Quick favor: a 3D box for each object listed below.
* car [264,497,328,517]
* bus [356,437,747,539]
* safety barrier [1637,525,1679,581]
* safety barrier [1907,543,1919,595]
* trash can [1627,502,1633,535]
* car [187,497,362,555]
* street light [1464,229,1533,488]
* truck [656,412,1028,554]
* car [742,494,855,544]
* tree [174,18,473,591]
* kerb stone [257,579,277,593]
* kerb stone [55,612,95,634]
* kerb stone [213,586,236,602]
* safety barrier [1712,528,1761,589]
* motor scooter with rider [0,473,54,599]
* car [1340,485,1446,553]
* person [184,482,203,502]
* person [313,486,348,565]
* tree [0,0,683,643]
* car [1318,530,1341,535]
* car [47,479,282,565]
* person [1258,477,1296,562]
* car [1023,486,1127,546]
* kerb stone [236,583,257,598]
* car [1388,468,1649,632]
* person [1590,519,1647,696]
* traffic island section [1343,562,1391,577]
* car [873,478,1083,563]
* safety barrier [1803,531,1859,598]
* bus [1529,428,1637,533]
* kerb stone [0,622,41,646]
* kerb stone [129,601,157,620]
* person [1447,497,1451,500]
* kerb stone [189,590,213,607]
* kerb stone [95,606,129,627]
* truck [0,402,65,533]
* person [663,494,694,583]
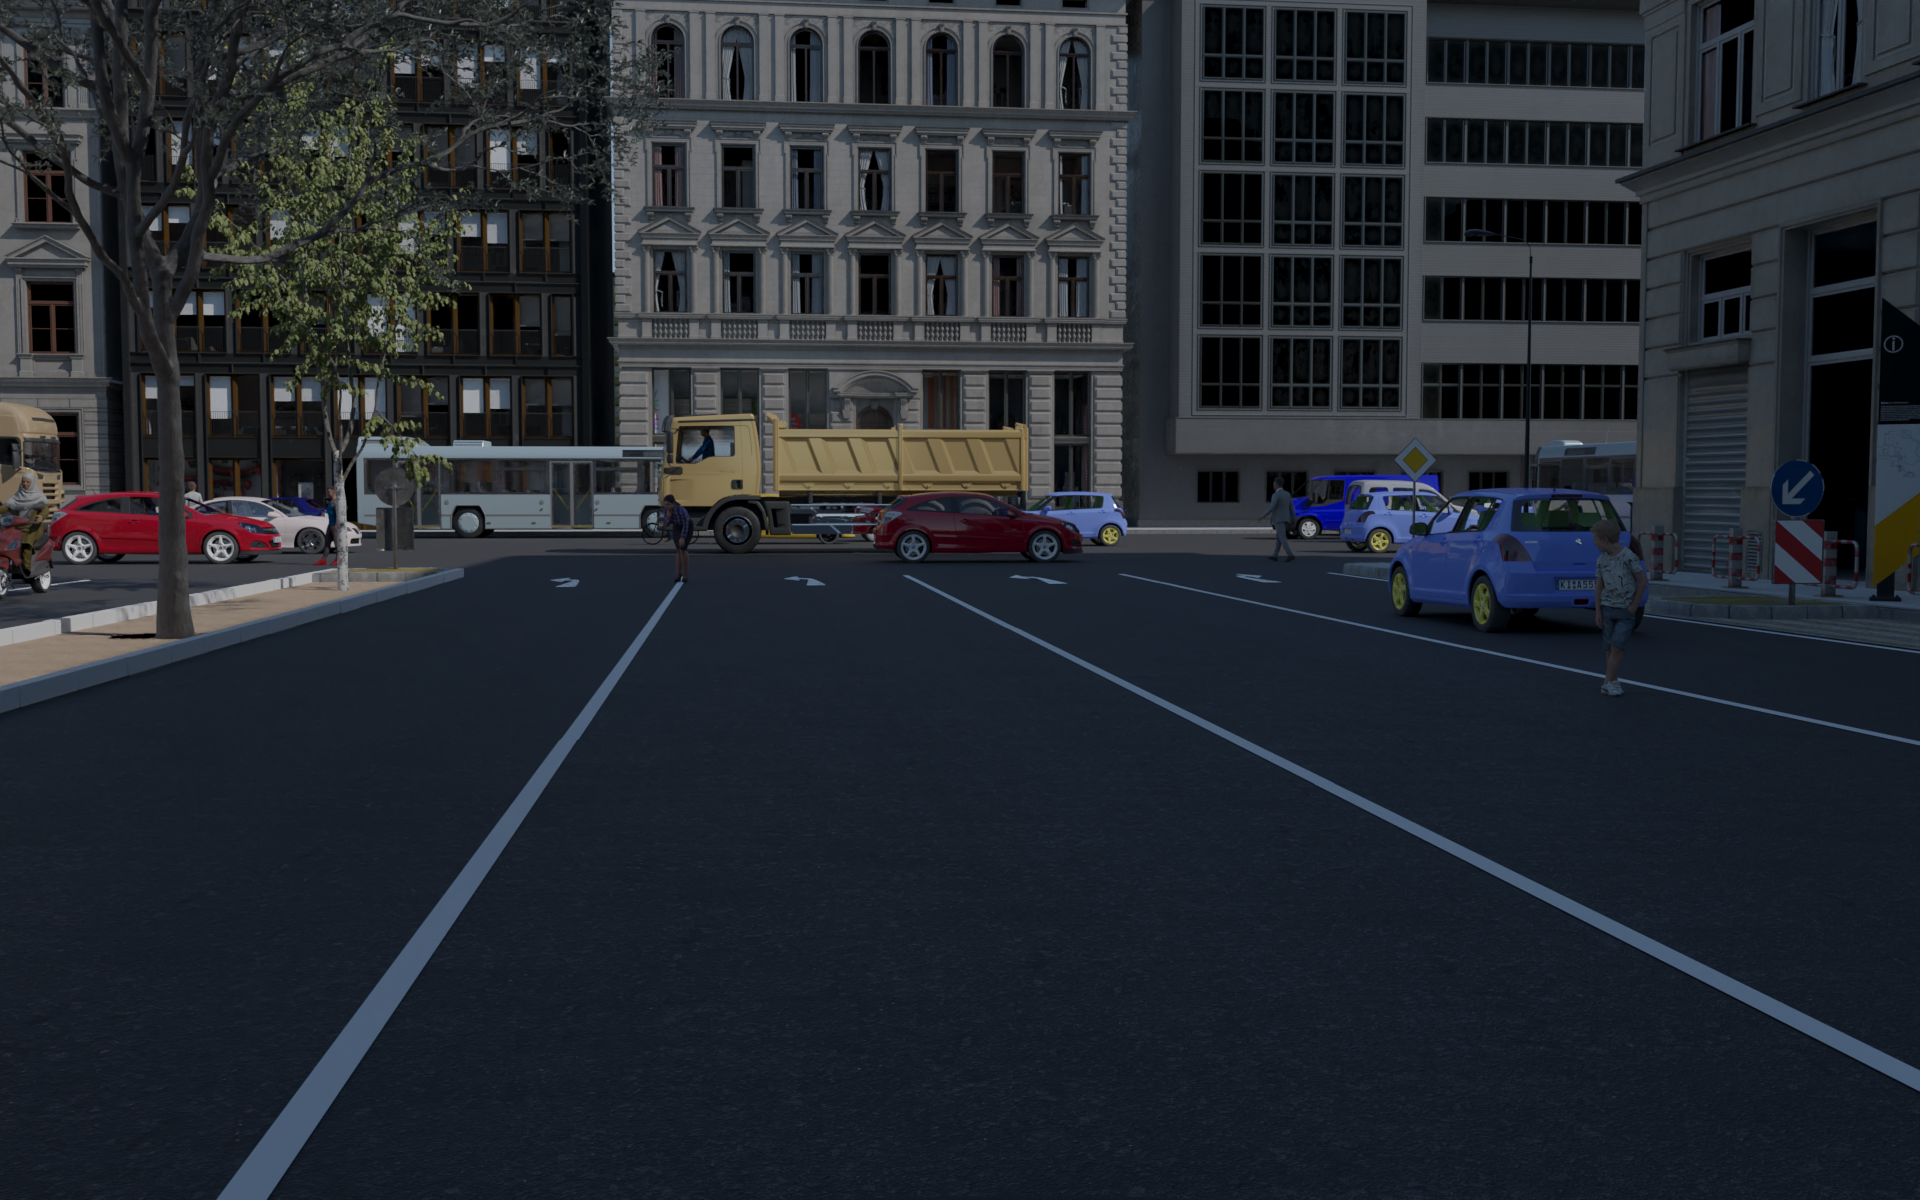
[{"bbox_3d":[-21.329,-2.476,53.064,3.894,1.354,1.945,-1,4,-9],"label":"car"},{"bbox_3d":[-12.776,-3.808,57.128,13.247,3.499,2.948,0,4,-6],"label":"bus"},{"bbox_3d":[10.297,-0.691,25.580,0.300,0.817,1.120,0,4,-7],"label":"safety barrier"},{"bbox_3d":[11.058,-0.320,19.513,0.300,0.817,1.120,0,4,-7],"label":"safety barrier"},{"bbox_3d":[12.565,-1.223,31.644,0.748,1.137,0.748,0,3,0],"label":"trash can"},{"bbox_3d":[-17.017,-1.808,41.924,4.827,1.381,2.083,0,4,-7],"label":"car"},{"bbox_3d":[9.526,-3.552,30.616,1.470,5.913,1.316,0,4,-7],"label":"street light"},{"bbox_3d":[-3.331,-2.856,42.619,9.791,3.379,3.469,0,4,-6],"label":"truck"},{"bbox_3d":[-5.012,-2.435,50.038,3.980,1.641,2.015,0,4,-6],"label":"car"},{"bbox_3d":[-9.047,-4.421,25.108,4.737,8.622,4.395,0,3,0],"label":"tree"},{"bbox_3d":[-10.160,-0.175,25.151,0.120,0.150,1.000,0,4,-7],"label":"kerb stone"},{"bbox_3d":[-9.264,0.257,17.994,0.120,0.150,1.000,0,4,-7],"label":"kerb stone"},{"bbox_3d":[-9.904,-0.056,23.107,0.120,0.150,1.000,0,4,-7],"label":"kerb stone"},{"bbox_3d":[10.550,-0.568,23.557,0.300,0.817,1.120,0,4,-7],"label":"safety barrier"},{"bbox_3d":[-13.272,-0.943,24.379,0.876,1.779,1.986,0,4,-6],"label":"motor scooter with rider"},{"bbox_3d":[11.303,-2.026,42.712,3.694,1.707,1.945,0,4,-7],"label":"car"},{"bbox_3d":[-19.890,-2.194,44.936,0.480,1.755,0.524,-3,4,-38],"label":"person"},{"bbox_3d":[-12.703,-1.503,34.951,0.647,1.594,0.662,3,4,39],"label":"person"},{"bbox_3d":[-7.723,-6.347,16.601,12.009,13.543,11.850,0,3,0],"label":"tree"},{"bbox_3d":[13.624,-3.057,60.199,2.015,1.641,3.980,-1,4,-8],"label":"car"},{"bbox_3d":[-16.462,-1.648,35.980,4.494,1.783,2.155,0,4,-6],"label":"car"},{"bbox_3d":[6.808,-1.713,36.782,0.678,1.792,0.850,-3,5,-41],"label":"person"},{"bbox_3d":[2.758,-2.350,48.021,3.694,1.707,1.945,0,4,-7],"label":"car"},{"bbox_3d":[-10.032,-0.116,24.132,0.120,0.150,1.000,0,4,-7],"label":"kerb stone"},{"bbox_3d":[6.087,-0.594,19.298,1.945,1.707,3.694,0,4,-6],"label":"car"},{"bbox_3d":[4.696,0.049,12.380,0.352,1.250,0.332,0,4,-4],"label":"person"},{"bbox_3d":[8.110,-0.530,30.943,2.009,0.180,2.903,0,4,-7],"label":"traffic island section"},{"bbox_3d":[0.394,-1.697,36.787,4.494,1.783,2.155,0,4,-6],"label":"car"},{"bbox_3d":[10.804,-0.444,21.532,0.300,0.817,1.120,0,4,-7],"label":"safety barrier"},{"bbox_3d":[20.727,-3.431,50.953,2.948,3.499,13.247,-1,4,-9],"label":"bus"},{"bbox_3d":[-9.134,0.325,16.974,0.120,0.150,1.000,0,4,-7],"label":"kerb stone"},{"bbox_3d":[-9.520,0.132,20.035,0.120,0.150,1.000,0,4,-7],"label":"kerb stone"},{"bbox_3d":[15.512,-2.622,55.274,0.435,1.345,0.340,1,4,20],"label":"person"},{"bbox_3d":[-9.774,0.008,22.086,0.120,0.150,1.000,0,4,-7],"label":"kerb stone"},{"bbox_3d":[-9.387,0.195,19.014,0.120,0.150,1.000,0,4,-7],"label":"kerb stone"},{"bbox_3d":[-28.998,-3.440,45.155,11.283,4.237,2.839,-1,4,-9],"label":"truck"},{"bbox_3d":[-4.544,-0.989,27.910,0.421,1.427,0.697,1,4,21],"label":"person"}]
